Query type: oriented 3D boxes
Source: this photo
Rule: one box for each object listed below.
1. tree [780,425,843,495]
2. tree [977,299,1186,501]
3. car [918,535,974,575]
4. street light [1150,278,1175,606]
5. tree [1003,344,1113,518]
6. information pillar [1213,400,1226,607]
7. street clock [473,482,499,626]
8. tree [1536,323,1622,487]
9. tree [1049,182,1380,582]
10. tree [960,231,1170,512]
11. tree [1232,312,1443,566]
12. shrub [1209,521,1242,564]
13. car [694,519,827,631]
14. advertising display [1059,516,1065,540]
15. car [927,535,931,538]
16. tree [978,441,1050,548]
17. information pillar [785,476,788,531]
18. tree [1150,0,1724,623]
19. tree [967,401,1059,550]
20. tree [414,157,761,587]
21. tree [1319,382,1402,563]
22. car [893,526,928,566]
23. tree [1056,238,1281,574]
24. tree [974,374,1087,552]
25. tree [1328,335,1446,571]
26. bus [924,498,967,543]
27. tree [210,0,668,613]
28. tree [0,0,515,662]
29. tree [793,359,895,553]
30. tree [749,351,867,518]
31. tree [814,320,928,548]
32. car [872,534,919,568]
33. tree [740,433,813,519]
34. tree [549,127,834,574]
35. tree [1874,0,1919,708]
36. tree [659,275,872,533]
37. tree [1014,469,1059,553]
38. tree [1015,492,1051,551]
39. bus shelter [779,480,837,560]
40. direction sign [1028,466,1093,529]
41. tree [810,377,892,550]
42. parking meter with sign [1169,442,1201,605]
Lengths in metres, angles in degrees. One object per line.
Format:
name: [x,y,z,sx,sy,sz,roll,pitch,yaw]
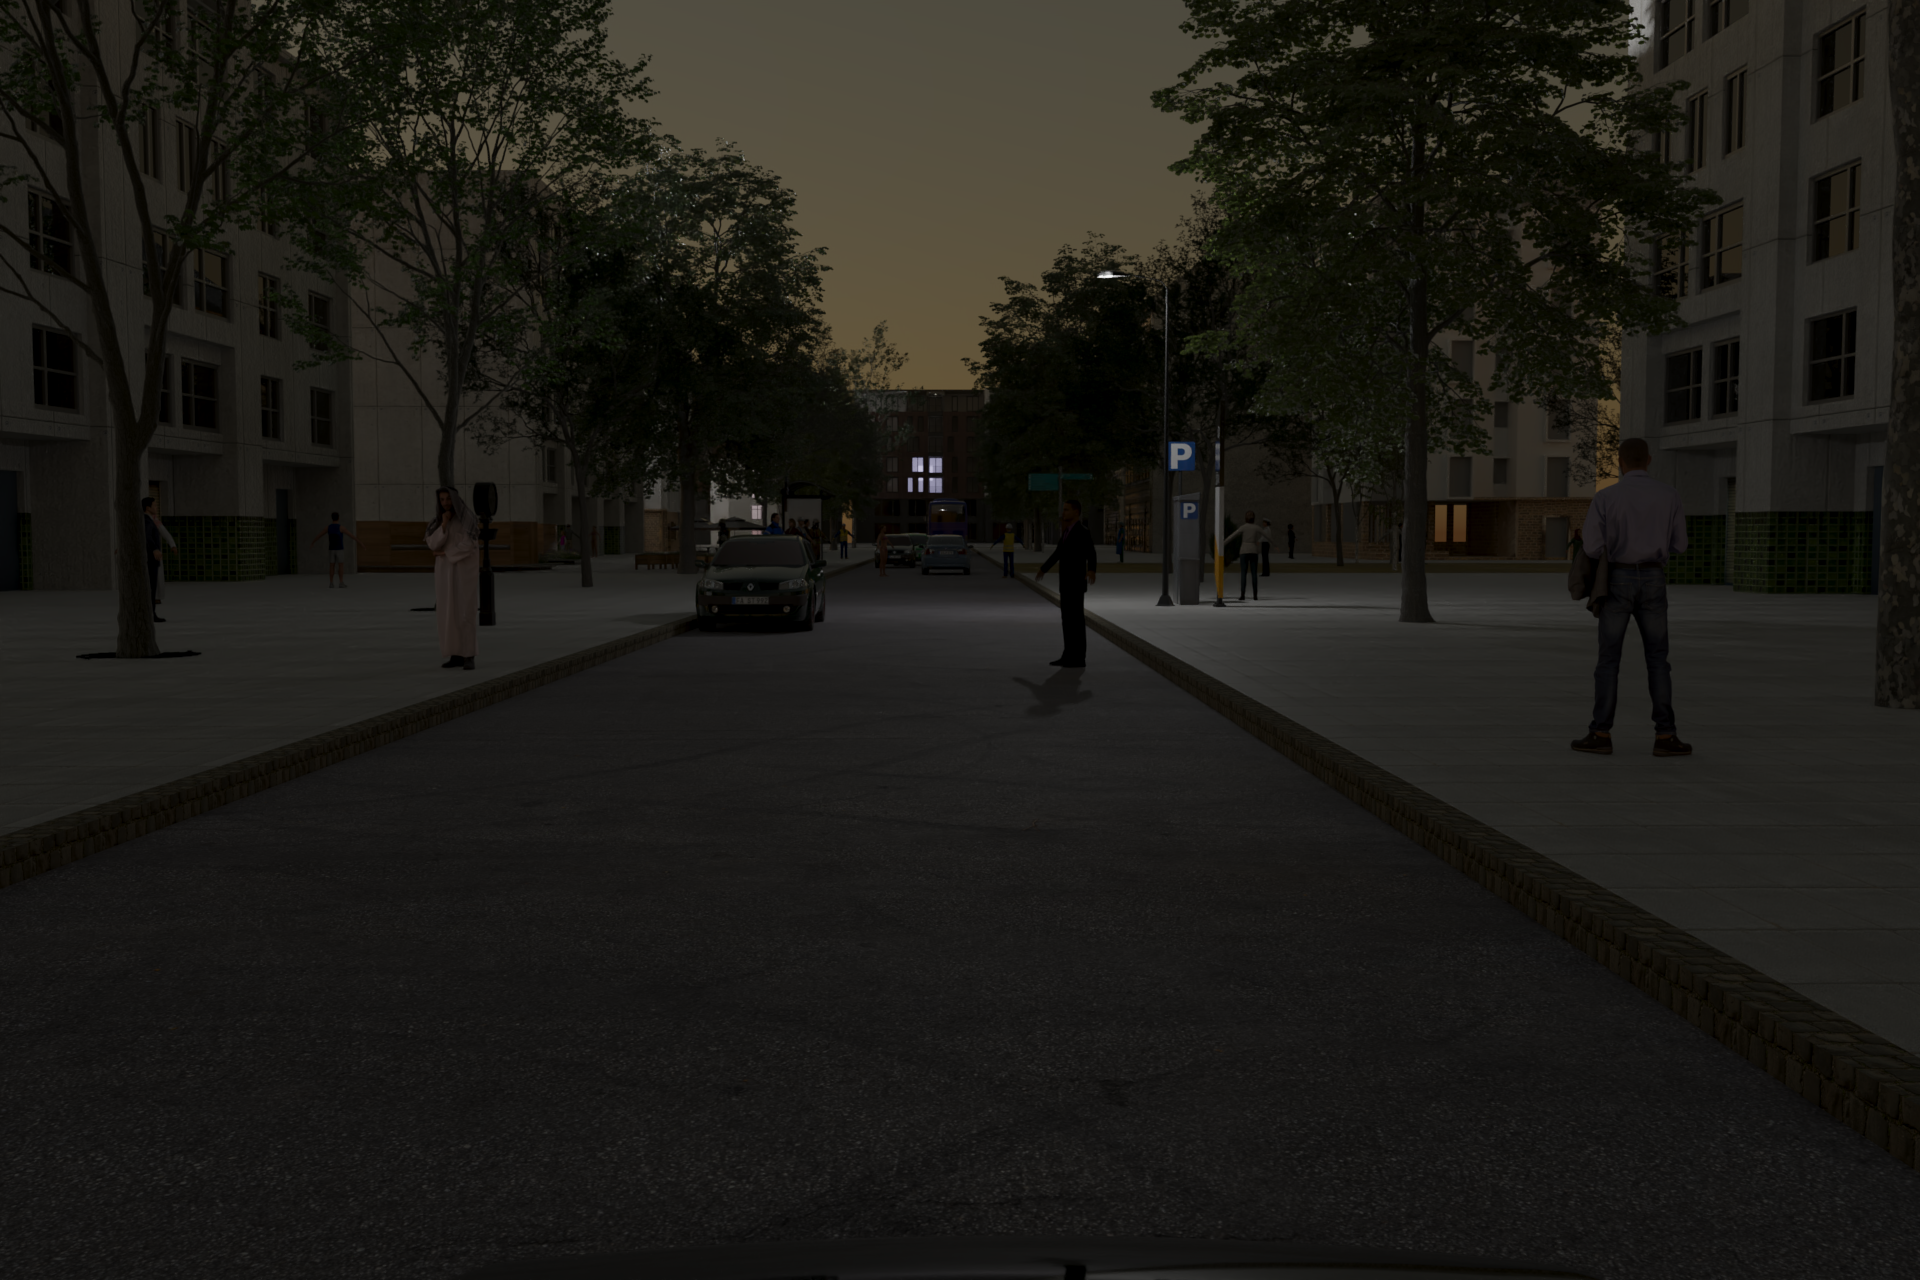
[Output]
tree: [-8.919,-9.066,98.586,4.737,8.622,4.395,0,3,0]
tree: [5.883,-10.850,87.774,12.009,13.543,11.850,0,3,0]
car: [-0.501,-3.063,62.084,2.014,1.417,4.499,0,4,0]
street light: [4.198,-3.555,30.660,1.470,5.913,1.316,0,3,0]
tree: [6.201,-11.297,102.841,7.486,12.596,7.792,0,3,0]
information pillar: [4.571,-2.393,30.486,0.183,3.616,0.504,0,4,-1]
street clock: [-6.620,-1.201,24.206,0.358,2.002,0.471,0,4,0]
tree: [28.243,-8.337,70.727,8.767,10.594,7.601,0,4,-6]
tree: [6.439,-6.789,45.410,8.767,10.594,7.601,-1,4,-19]
tree: [4.742,-10.278,74.702,9.857,13.997,8.962,0,3,0]
tree: [15.101,-8.228,68.941,8.767,10.594,7.601,-1,4,-10]
shrub: [11.511,-4.314,74.959,1.690,2.028,1.600,0,3,0]
car: [-3.032,-1.043,26.838,2.009,1.686,4.222,0,4,-1]
advertising display: [3.744,-3.573,63.627,0.123,1.923,0.974,0,4,-1]
car: [-2.199,-5.576,103.530,2.083,1.381,4.827,0,4,0]
tree: [6.112,-15.354,157.697,9.857,13.997,8.962,0,3,0]
information pillar: [-6.481,-4.490,64.765,0.183,3.616,0.504,0,4,0]
tree: [6.564,-6.505,24.487,7.486,12.596,7.792,0,3,0]
tree: [5.549,-14.379,141.748,9.857,13.997,8.962,0,3,0]
tree: [-9.055,-6.573,41.884,8.767,10.594,7.601,-1,4,-12]
tree: [17.626,-7.707,76.372,4.737,8.622,4.395,0,3,0]
car: [-2.157,-4.332,79.619,1.959,1.807,4.718,0,4,-1]
tree: [6.525,-7.420,55.734,8.767,10.594,7.601,3,5,42]
tree: [5.720,-13.400,125.738,9.857,13.997,8.962,0,3,0]
tree: [15.484,-6.738,60.529,4.360,8.622,3.978,0,3,0]
bus: [-0.947,-7.769,118.575,2.896,3.916,12.251,0,4,-2]
tree: [-8.410,-6.284,28.500,9.928,11.665,9.643,0,3,0]
tree: [-8.571,-5.632,17.842,9.928,11.665,9.643,0,3,0]
tree: [-9.709,-12.854,120.539,12.009,13.543,11.850,0,3,0]
tree: [-9.640,-11.540,106.813,7.486,12.596,7.792,0,3,0]
tree: [-9.063,-18.248,154.239,12.611,20.169,13.585,0,3,0]
car: [-2.754,-3.943,74.254,2.009,1.686,4.222,0,4,-1]
tree: [-9.218,-8.703,92.662,4.360,8.622,3.978,0,3,0]
tree: [-8.690,-9.105,55.528,9.857,13.997,8.962,0,3,0]
tree: [6.035,-9.498,11.185,12.611,20.169,13.585,0,3,0]
tree: [-9.166,-10.388,80.219,12.009,13.543,11.850,0,3,0]
tree: [5.479,-10.087,115.287,4.737,8.622,4.395,0,3,0]
tree: [5.475,-11.238,134.099,4.737,8.622,4.395,0,3,0]
bus shelter: [-6.023,-4.547,68.267,2.014,3.302,5.546,0,4,-1]
direction sign: [3.967,-4.831,67.755,2.525,3.948,1.411,0,4,-1]
tree: [-9.841,-13.997,135.506,9.857,13.997,8.962,0,3,0]
parking meter with sign: [4.164,-2.184,31.976,0.543,3.016,1.738,0,3,0]
